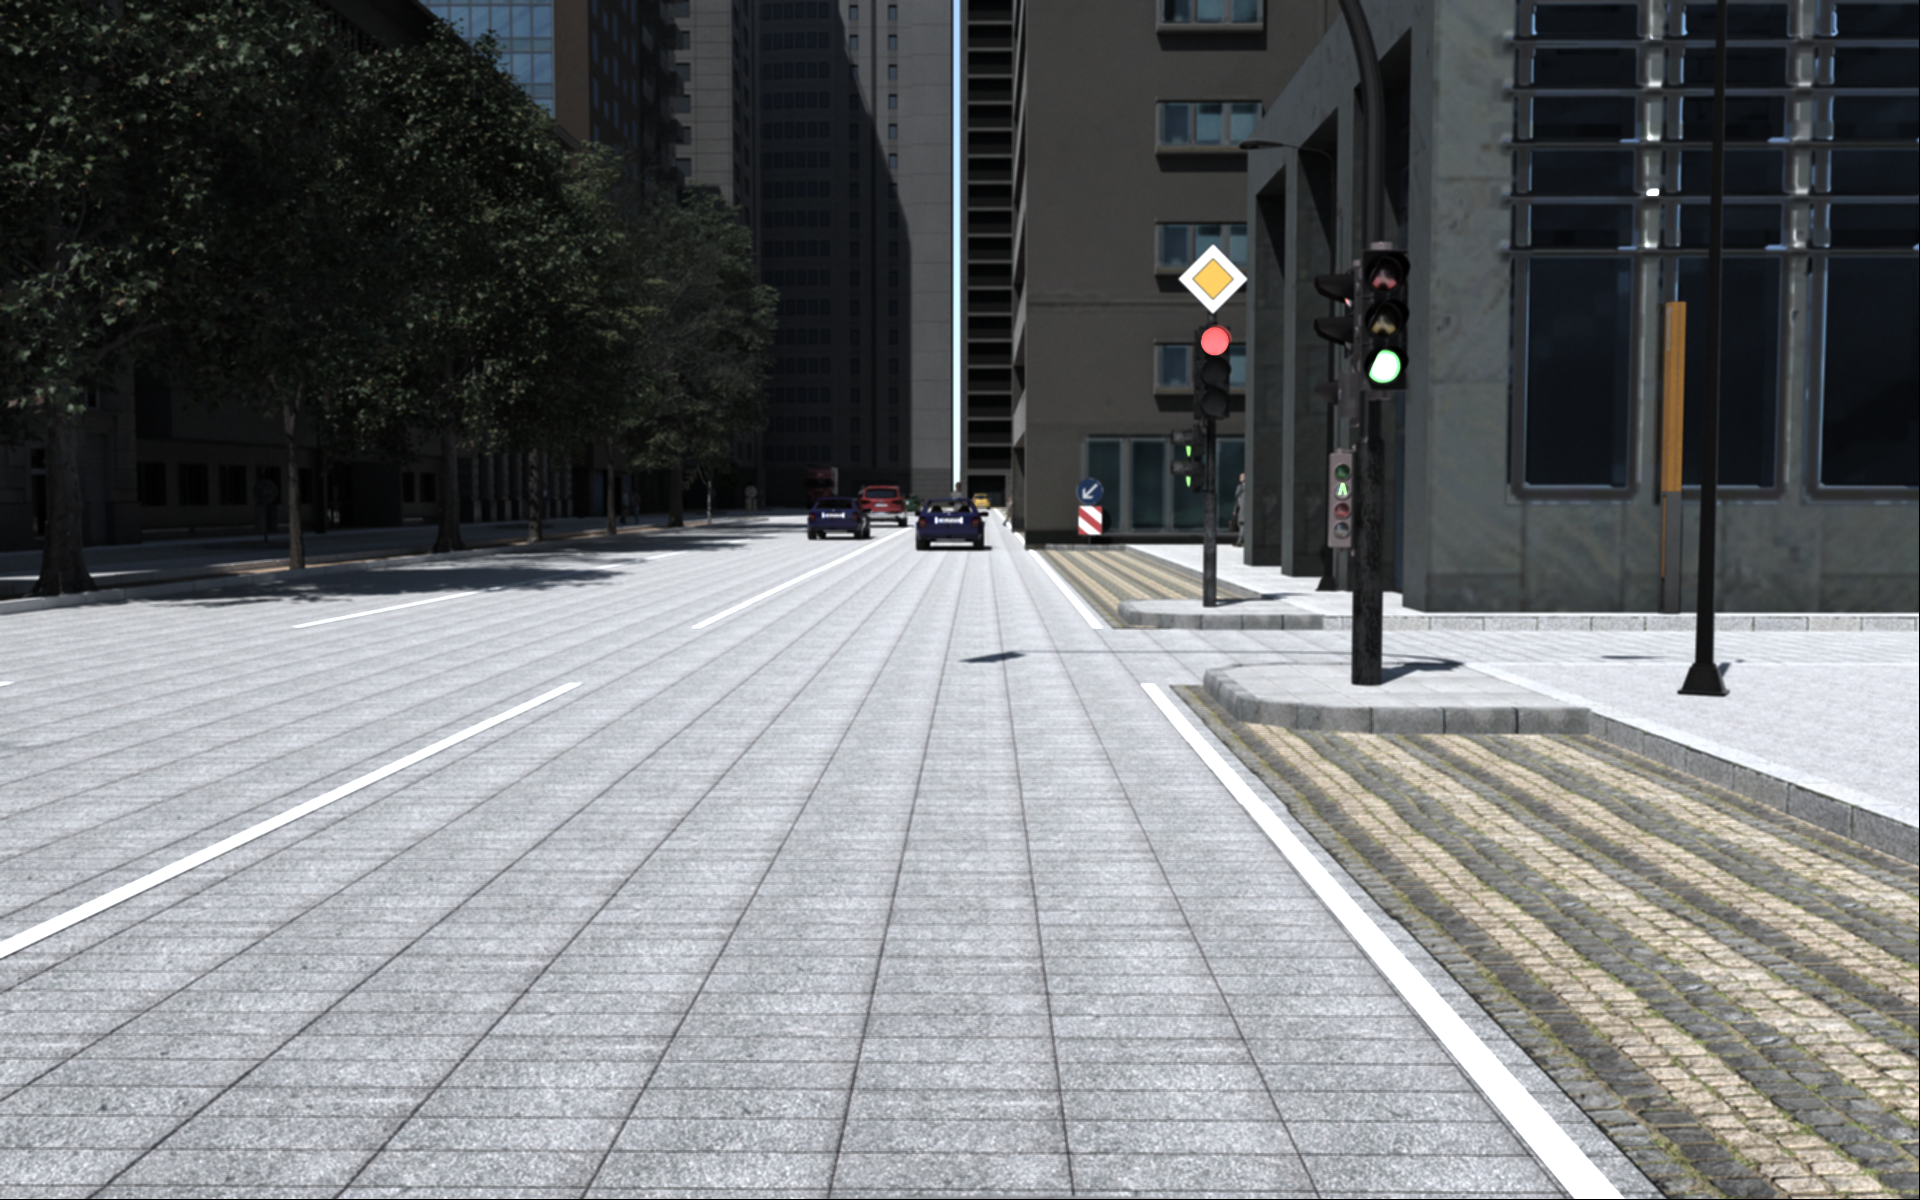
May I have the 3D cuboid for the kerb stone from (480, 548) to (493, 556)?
[{"bbox_3d":[-11.157,-1.112,40.371,0.120,0.150,1.000,0,4,1],"label":"kerb stone"}]

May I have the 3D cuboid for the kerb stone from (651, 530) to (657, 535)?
[{"bbox_3d":[-10.904,-2.366,60.881,0.120,0.150,1.000,0,4,1],"label":"kerb stone"}]

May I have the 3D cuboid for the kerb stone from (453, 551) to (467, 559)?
[{"bbox_3d":[-11.183,-0.987,38.326,0.120,0.150,1.000,0,4,1],"label":"kerb stone"}]

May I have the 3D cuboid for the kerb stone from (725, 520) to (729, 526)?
[{"bbox_3d":[-10.679,-3.434,78.342,0.120,0.150,1.000,0,4,1],"label":"kerb stone"}]

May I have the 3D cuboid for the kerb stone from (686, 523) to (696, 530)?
[{"bbox_3d":[-10.797,-2.870,69.112,0.120,0.150,1.000,0,4,1],"label":"kerb stone"}]

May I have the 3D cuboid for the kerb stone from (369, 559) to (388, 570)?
[{"bbox_3d":[-11.245,-0.673,33.203,0.120,0.150,1.000,0,4,1],"label":"kerb stone"}]

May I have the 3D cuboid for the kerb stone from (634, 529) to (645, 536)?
[{"bbox_3d":[-10.927,-2.241,58.829,0.120,0.150,1.000,0,4,1],"label":"kerb stone"}]

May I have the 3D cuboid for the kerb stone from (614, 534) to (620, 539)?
[{"bbox_3d":[-10.973,-1.986,54.724,0.120,0.150,1.000,0,4,1],"label":"kerb stone"}]

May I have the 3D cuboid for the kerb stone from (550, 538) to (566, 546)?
[{"bbox_3d":[-11.061,-1.550,47.540,0.120,0.150,1.000,0,4,1],"label":"kerb stone"}]

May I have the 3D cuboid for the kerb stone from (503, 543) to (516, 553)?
[{"bbox_3d":[-11.137,-1.236,42.417,0.120,0.150,1.000,0,4,1],"label":"kerb stone"}]

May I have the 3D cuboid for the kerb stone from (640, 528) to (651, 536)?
[{"bbox_3d":[-10.912,-2.304,59.859,0.120,0.150,1.000,0,4,1],"label":"kerb stone"}]

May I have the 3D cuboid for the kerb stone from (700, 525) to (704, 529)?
[{"bbox_3d":[-10.768,-2.995,71.165,0.120,0.150,1.000,0,4,1],"label":"kerb stone"}]

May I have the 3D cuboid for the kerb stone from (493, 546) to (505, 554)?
[{"bbox_3d":[-11.143,-1.165,41.393,0.120,0.150,1.000,0,4,1],"label":"kerb stone"}]

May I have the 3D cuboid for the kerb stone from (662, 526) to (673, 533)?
[{"bbox_3d":[-10.860,-2.548,63.958,0.120,0.150,1.000,0,4,1],"label":"kerb stone"}]

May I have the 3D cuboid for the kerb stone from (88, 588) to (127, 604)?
[{"bbox_3d":[-11.385,-0.047,22.965,0.120,0.150,1.000,0,4,1],"label":"kerb stone"}]

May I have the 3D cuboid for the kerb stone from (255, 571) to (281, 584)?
[{"bbox_3d":[-11.311,-0.360,28.086,0.120,0.150,1.000,0,4,1],"label":"kerb stone"}]

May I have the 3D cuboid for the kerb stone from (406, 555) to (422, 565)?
[{"bbox_3d":[-11.218,-0.799,35.256,0.120,0.150,1.000,0,4,1],"label":"kerb stone"}]

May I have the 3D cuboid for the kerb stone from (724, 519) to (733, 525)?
[{"bbox_3d":[-10.661,-3.497,79.364,0.120,0.150,1.000,0,4,1],"label":"kerb stone"}]

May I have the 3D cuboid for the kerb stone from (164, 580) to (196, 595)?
[{"bbox_3d":[-11.359,-0.170,25.013,0.120,0.150,1.000,0,4,1],"label":"kerb stone"}]

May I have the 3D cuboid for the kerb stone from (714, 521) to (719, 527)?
[{"bbox_3d":[-10.715,-3.246,75.271,0.120,0.150,1.000,0,4,1],"label":"kerb stone"}]

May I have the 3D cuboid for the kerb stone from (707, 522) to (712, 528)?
[{"bbox_3d":[-10.744,-3.117,73.224,0.120,0.150,1.000,0,4,1],"label":"kerb stone"}]

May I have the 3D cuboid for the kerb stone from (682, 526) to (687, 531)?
[{"bbox_3d":[-10.814,-2.737,67.049,0.120,0.150,1.000,0,4,1],"label":"kerb stone"}]

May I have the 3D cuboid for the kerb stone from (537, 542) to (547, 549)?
[{"bbox_3d":[-11.098,-1.423,45.483,0.120,0.150,1.000,0,4,1],"label":"kerb stone"}]

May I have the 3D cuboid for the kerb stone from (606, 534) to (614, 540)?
[{"bbox_3d":[-10.986,-1.927,53.702,0.120,0.150,1.000,0,4,1],"label":"kerb stone"}]

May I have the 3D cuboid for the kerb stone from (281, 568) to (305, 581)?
[{"bbox_3d":[-11.301,-0.422,29.109,0.120,0.150,1.000,0,4,1],"label":"kerb stone"}]

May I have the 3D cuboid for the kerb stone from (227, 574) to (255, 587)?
[{"bbox_3d":[-11.332,-0.298,27.064,0.120,0.150,1.000,0,4,1],"label":"kerb stone"}]

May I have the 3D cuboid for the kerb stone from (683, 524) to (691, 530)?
[{"bbox_3d":[-10.805,-2.804,68.081,0.120,0.150,1.000,0,4,1],"label":"kerb stone"}]

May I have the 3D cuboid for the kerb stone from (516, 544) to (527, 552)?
[{"bbox_3d":[-11.112,-1.297,43.439,0.120,0.150,1.000,0,4,1],"label":"kerb stone"}]

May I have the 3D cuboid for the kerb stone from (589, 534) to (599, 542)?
[{"bbox_3d":[-11.017,-1.796,51.638,0.120,0.150,1.000,0,4,1],"label":"kerb stone"}]

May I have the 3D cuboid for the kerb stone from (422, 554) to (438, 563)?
[{"bbox_3d":[-11.209,-0.861,36.278,0.120,0.150,1.000,0,4,1],"label":"kerb stone"}]

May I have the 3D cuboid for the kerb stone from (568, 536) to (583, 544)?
[{"bbox_3d":[-11.046,-1.671,49.585,0.120,0.150,1.000,0,4,1],"label":"kerb stone"}]

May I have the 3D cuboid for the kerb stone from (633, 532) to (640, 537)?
[{"bbox_3d":[-10.935,-2.178,57.804,0.120,0.150,1.000,0,4,1],"label":"kerb stone"}]

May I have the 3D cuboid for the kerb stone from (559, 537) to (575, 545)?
[{"bbox_3d":[-11.057,-1.613,48.563,0.120,0.150,1.000,0,4,1],"label":"kerb stone"}]

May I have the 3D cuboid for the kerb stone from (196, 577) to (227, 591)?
[{"bbox_3d":[-11.344,-0.235,26.042,0.120,0.150,1.000,0,4,1],"label":"kerb stone"}]

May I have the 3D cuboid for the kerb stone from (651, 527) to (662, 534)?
[{"bbox_3d":[-10.888,-2.426,61.910,0.120,0.150,1.000,0,4,1],"label":"kerb stone"}]

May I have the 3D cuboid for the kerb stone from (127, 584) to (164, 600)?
[{"bbox_3d":[-11.366,-0.106,23.991,0.120,0.150,1.000,0,4,1],"label":"kerb stone"}]

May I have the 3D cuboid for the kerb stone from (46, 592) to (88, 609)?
[{"bbox_3d":[-11.394,0.021,21.943,0.120,0.150,1.000,0,4,1],"label":"kerb stone"}]

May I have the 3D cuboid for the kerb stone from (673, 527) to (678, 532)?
[{"bbox_3d":[-10.844,-2.615,64.995,0.120,0.150,1.000,0,4,1],"label":"kerb stone"}]

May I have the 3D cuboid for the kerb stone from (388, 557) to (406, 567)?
[{"bbox_3d":[-11.232,-0.735,34.225,0.120,0.150,1.000,0,4,1],"label":"kerb stone"}]

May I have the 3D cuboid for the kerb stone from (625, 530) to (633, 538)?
[{"bbox_3d":[-10.950,-2.114,56.771,0.120,0.150,1.000,0,4,1],"label":"kerb stone"}]

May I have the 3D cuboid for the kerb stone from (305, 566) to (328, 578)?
[{"bbox_3d":[-11.291,-0.485,30.132,0.120,0.150,1.000,0,4,1],"label":"kerb stone"}]

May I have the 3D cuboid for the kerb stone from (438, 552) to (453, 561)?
[{"bbox_3d":[-11.196,-0.924,37.304,0.120,0.150,1.000,0,4,1],"label":"kerb stone"}]

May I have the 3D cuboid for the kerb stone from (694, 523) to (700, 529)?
[{"bbox_3d":[-10.778,-2.933,70.143,0.120,0.150,1.000,0,4,1],"label":"kerb stone"}]

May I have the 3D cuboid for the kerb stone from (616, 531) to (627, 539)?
[{"bbox_3d":[-10.964,-2.049,55.746,0.120,0.150,1.000,0,4,1],"label":"kerb stone"}]

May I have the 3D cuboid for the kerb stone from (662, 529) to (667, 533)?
[{"bbox_3d":[-10.874,-2.485,62.936,0.120,0.150,1.000,0,4,1],"label":"kerb stone"}]

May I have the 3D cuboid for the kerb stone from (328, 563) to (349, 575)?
[{"bbox_3d":[-11.272,-0.548,31.154,0.120,0.150,1.000,0,4,1],"label":"kerb stone"}]

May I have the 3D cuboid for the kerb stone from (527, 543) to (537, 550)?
[{"bbox_3d":[-11.105,-1.353,44.462,0.120,0.150,1.000,0,4,1],"label":"kerb stone"}]

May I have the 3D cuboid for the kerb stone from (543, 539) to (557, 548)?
[{"bbox_3d":[-11.075,-1.482,46.511,0.120,0.150,1.000,0,4,1],"label":"kerb stone"}]

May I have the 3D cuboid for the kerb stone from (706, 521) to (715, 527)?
[{"bbox_3d":[-10.729,-3.184,74.246,0.120,0.150,1.000,0,4,1],"label":"kerb stone"}]

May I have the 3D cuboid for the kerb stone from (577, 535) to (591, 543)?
[{"bbox_3d":[-11.028,-1.738,50.607,0.120,0.150,1.000,0,4,1],"label":"kerb stone"}]

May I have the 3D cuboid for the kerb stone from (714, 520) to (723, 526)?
[{"bbox_3d":[-10.700,-3.309,76.293,0.120,0.150,1.000,0,4,1],"label":"kerb stone"}]

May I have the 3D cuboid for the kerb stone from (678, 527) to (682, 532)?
[{"bbox_3d":[-10.834,-2.681,66.026,0.120,0.150,1.000,0,4,1],"label":"kerb stone"}]

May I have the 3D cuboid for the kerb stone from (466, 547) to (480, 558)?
[{"bbox_3d":[-11.172,-1.047,39.349,0.120,0.150,1.000,0,4,1],"label":"kerb stone"}]

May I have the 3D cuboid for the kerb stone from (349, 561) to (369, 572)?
[{"bbox_3d":[-11.263,-0.611,32.181,0.120,0.150,1.000,0,4,1],"label":"kerb stone"}]

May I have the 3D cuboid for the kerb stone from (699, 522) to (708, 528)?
[{"bbox_3d":[-10.746,-3.053,72.190,0.120,0.150,1.000,0,4,1],"label":"kerb stone"}]

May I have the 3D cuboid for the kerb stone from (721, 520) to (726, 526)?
[{"bbox_3d":[-10.690,-3.372,77.320,0.120,0.150,1.000,0,4,1],"label":"kerb stone"}]

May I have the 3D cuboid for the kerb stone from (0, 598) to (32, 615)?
[{"bbox_3d":[-11.400,0.079,20.920,0.120,0.150,1.000,0,4,1],"label":"kerb stone"}]

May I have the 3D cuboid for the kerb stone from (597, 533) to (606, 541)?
[{"bbox_3d":[-11.006,-1.864,52.677,0.120,0.150,1.000,0,4,1],"label":"kerb stone"}]
